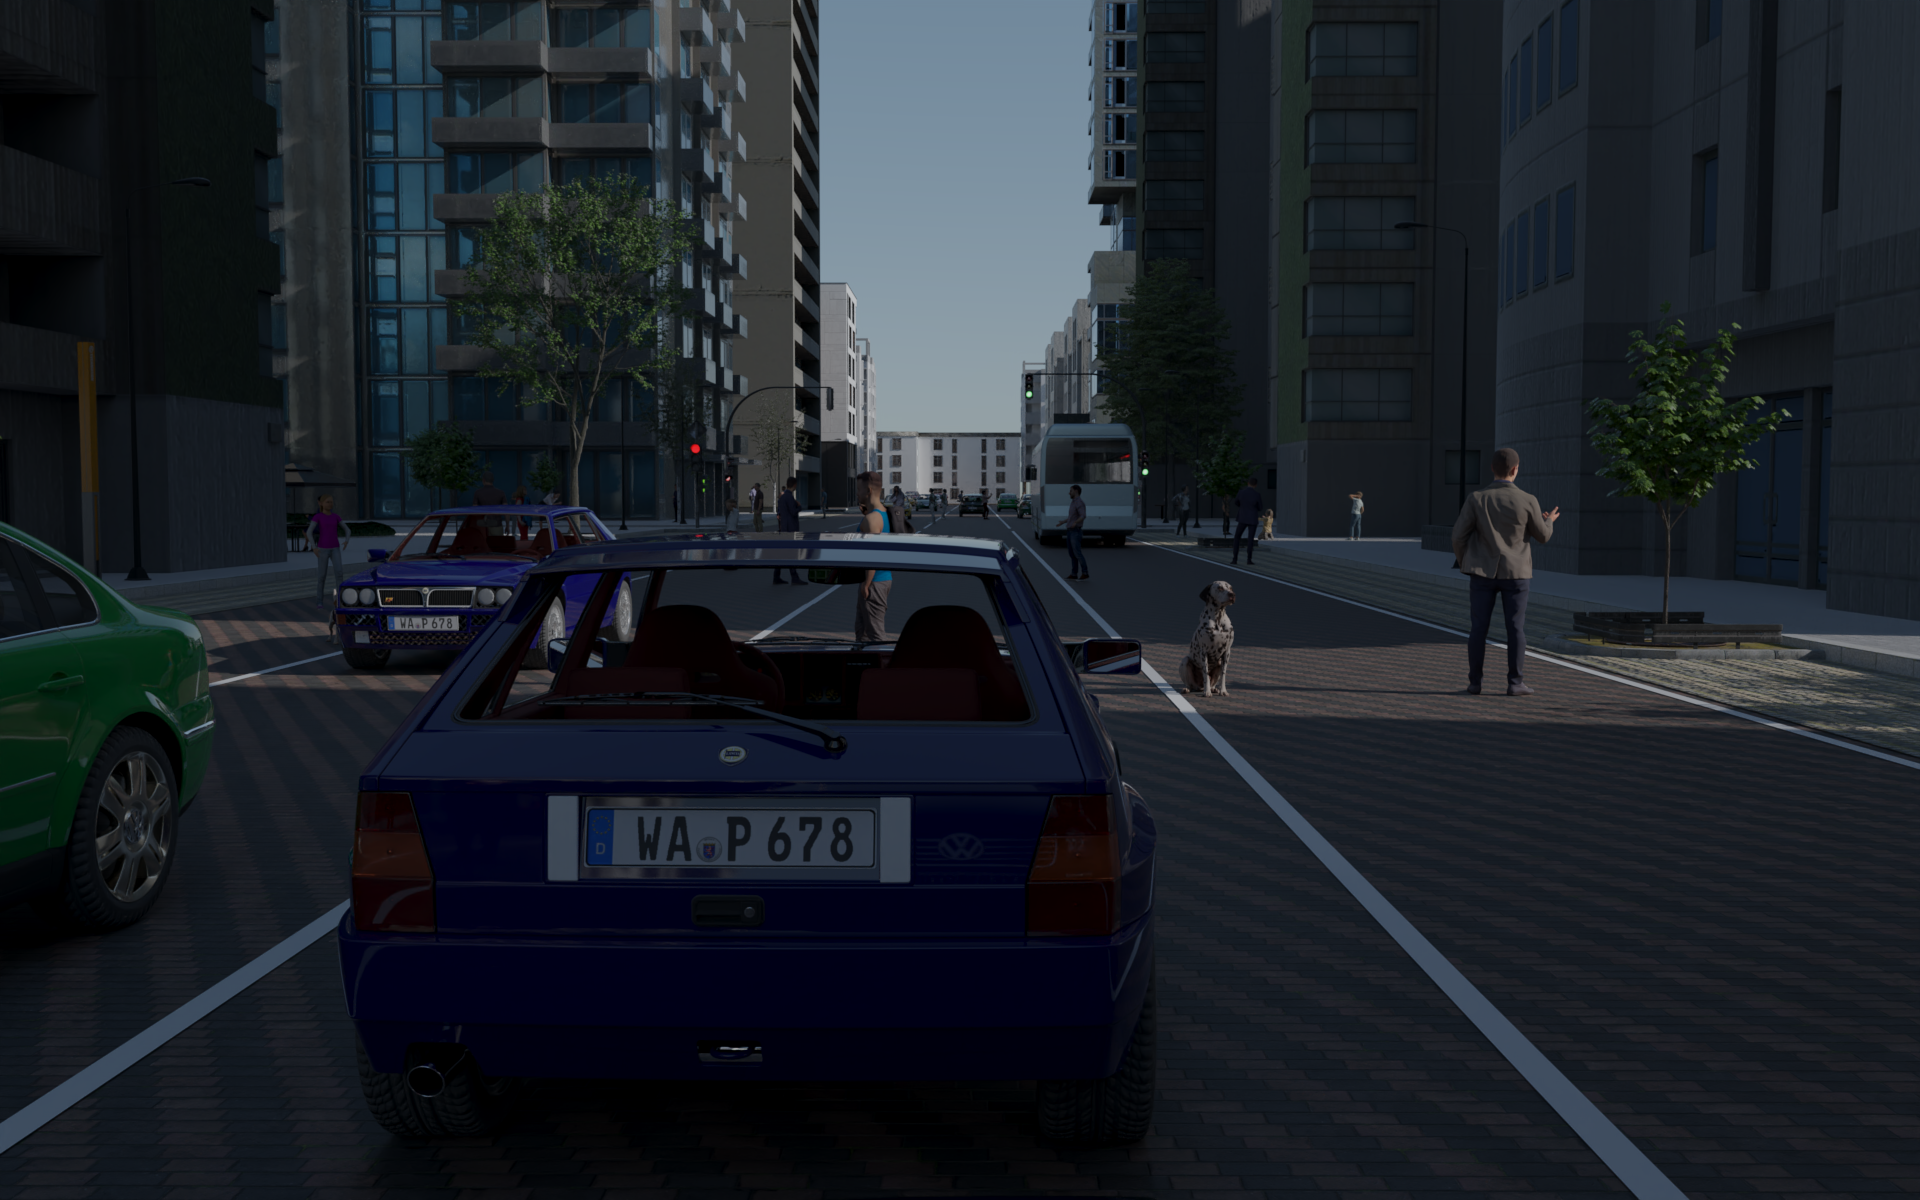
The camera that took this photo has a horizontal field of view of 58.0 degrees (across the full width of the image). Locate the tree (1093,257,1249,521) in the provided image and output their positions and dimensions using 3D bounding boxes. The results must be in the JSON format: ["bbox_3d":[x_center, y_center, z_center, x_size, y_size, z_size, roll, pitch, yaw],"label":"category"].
[{"bbox_3d":[9.876,-10.138,83.886,7.486,12.596,7.792,0,3,0],"label":"tree"}]

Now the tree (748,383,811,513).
[{"bbox_3d":[-12.244,-10.096,115.429,4.360,8.622,3.978,0,3,0],"label":"tree"}]

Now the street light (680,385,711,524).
[{"bbox_3d":[-11.260,-6.185,73.659,1.470,5.913,1.316,0,4,1],"label":"street light"}]

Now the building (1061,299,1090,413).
[{"bbox_3d":[19.048,-18.277,165.294,16.747,18.905,31.486,0,4,1],"label":"building"}]

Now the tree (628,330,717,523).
[{"bbox_3d":[-12.563,-7.743,76.965,4.360,8.622,3.978,0,3,0],"label":"tree"}]

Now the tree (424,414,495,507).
[{"bbox_3d":[-12.031,-2.886,41.783,1.663,3.219,1.824,0,3,0],"label":"tree"}]

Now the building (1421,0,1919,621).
[{"bbox_3d":[20.270,-29.692,27.470,21.231,58.520,28.212,0,4,1],"label":"building"}]

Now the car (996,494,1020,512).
[{"bbox_3d":[3.934,-8.117,141.501,1.959,1.807,4.718,0,4,2],"label":"car"}]

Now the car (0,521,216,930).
[{"bbox_3d":[-3.656,0.269,4.396,1.959,1.807,4.718,0,4,2],"label":"car"}]

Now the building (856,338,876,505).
[{"bbox_3d":[-16.372,-22.003,216.167,11.380,20.091,16.016,0,4,1],"label":"building"}]

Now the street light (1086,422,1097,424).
[{"bbox_3d":[8.859,-8.525,111.925,1.470,5.913,1.316,0,4,1],"label":"street light"}]

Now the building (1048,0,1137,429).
[{"bbox_3d":[18.588,-50.040,130.833,22.319,86.520,31.000,0,4,1],"label":"building"}]

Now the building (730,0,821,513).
[{"bbox_3d":[-21.981,-30.880,128.583,21.300,48.544,21.600,0,4,1],"label":"building"}]

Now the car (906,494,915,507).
[{"bbox_3d":[-6.137,-11.575,199.481,2.015,1.641,3.980,0,4,2],"label":"car"}]

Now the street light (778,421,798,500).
[{"bbox_3d":[-10.936,-8.392,109.749,1.470,5.913,1.316,0,4,1],"label":"street light"}]

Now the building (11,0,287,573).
[{"bbox_3d":[-19.840,-15.500,25.134,14.160,30.474,14.107,0,4,1],"label":"building"}]

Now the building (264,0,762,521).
[{"bbox_3d":[-23.883,-29.053,94.619,23.786,49.044,30.456,0,4,1],"label":"building"}]

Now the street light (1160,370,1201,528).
[{"bbox_3d":[8.384,-5.659,65.069,1.470,5.913,1.316,0,4,1],"label":"street light"}]

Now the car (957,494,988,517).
[{"bbox_3d":[0.795,-6.132,110.052,2.009,1.686,4.222,0,4,0],"label":"car"}]

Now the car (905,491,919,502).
[{"bbox_3d":[-5.822,-12.286,209.550,2.281,1.827,5.304,0,4,2],"label":"car"}]

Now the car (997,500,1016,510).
[{"bbox_3d":[4.294,-8.802,156.495,1.945,1.354,3.894,0,3,0],"label":"car"}]

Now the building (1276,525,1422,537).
[{"bbox_3d":[17.398,-22.846,57.121,14.154,41.232,14.086,0,4,1],"label":"building"}]

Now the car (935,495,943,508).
[{"bbox_3d":[-2.730,-10.183,178.858,2.083,1.381,4.827,0,3,0],"label":"car"}]

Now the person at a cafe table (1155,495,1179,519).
[{"bbox_3d":[10.715,-4.834,87.547,1.698,1.524,1.622,1,4,12],"label":"person at a cafe table"}]

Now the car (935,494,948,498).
[{"bbox_3d":[-2.444,-11.948,204.389,2.155,1.783,4.494,0,4,1],"label":"car"}]

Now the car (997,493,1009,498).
[{"bbox_3d":[4.743,-10.355,178.895,1.945,1.707,3.694,0,4,0],"label":"car"}]

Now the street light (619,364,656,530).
[{"bbox_3d":[-11.409,-5.430,61.315,1.470,5.913,1.316,0,4,1],"label":"street light"}]

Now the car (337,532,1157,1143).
[{"bbox_3d":[-0.394,0.452,5.187,1.945,1.354,3.894,0,4,1],"label":"car"}]

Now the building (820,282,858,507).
[{"bbox_3d":[-24.867,-19.654,165.324,27.936,21.610,32.646,0,4,1],"label":"building"}]

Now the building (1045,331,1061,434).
[{"bbox_3d":[18.652,-20.200,196.726,16.747,18.905,31.486,0,4,1],"label":"building"}]

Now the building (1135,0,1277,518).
[{"bbox_3d":[16.685,-19.898,97.036,14.160,30.474,14.107,0,4,1],"label":"building"}]

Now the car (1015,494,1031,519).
[{"bbox_3d":[4.343,-5.541,102.390,2.131,1.459,4.920,0,4,0],"label":"car"}]

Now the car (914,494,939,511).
[{"bbox_3d":[-2.813,-8.138,144.851,2.131,1.459,4.920,0,4,-1],"label":"car"}]

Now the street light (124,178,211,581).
[{"bbox_3d":[-11.692,-3.244,25.582,1.470,5.913,1.316,0,4,1],"label":"street light"}]

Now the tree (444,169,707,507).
[{"bbox_3d":[-12.093,-7.890,54.751,9.928,11.665,9.643,0,3,0],"label":"tree"}]

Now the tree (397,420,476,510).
[{"bbox_3d":[-23.200,-5.699,76.891,4.285,4.588,4.351,0,3,0],"label":"tree"}]

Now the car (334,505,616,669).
[{"bbox_3d":[-4.115,-0.173,15.409,1.945,1.354,3.894,0,4,2],"label":"car"}]

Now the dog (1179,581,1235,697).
[{"bbox_3d":[1.853,0.264,12.517,0.513,0.831,0.800,2,4,26],"label":"dog"}]

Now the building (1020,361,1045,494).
[{"bbox_3d":[14.237,-23.436,239.601,11.380,20.091,16.016,0,4,1],"label":"building"}]

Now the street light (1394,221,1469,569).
[{"bbox_3d":[8.088,-3.493,29.656,1.470,5.913,1.316,0,4,1],"label":"street light"}]

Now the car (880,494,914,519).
[{"bbox_3d":[-3.619,-5.435,99.091,2.015,1.641,3.980,0,4,-1],"label":"car"}]

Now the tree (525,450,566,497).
[{"bbox_3d":[-18.453,-5.020,76.673,1.663,3.219,1.824,0,3,0],"label":"tree"}]

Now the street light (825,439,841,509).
[{"bbox_3d":[-10.613,-10.544,144.938,1.470,5.913,1.316,0,4,1],"label":"street light"}]

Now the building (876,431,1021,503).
[{"bbox_3d":[-5.704,-17.995,236.372,28.070,9.664,9.099,0,4,1],"label":"building"}]

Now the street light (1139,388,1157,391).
[{"bbox_3d":[8.516,-6.327,75.994,1.470,5.913,1.316,0,4,1],"label":"street light"}]

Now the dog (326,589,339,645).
[{"bbox_3d":[-5.954,0.160,16.675,0.540,0.507,0.406,2,4,23],"label":"dog"}]
